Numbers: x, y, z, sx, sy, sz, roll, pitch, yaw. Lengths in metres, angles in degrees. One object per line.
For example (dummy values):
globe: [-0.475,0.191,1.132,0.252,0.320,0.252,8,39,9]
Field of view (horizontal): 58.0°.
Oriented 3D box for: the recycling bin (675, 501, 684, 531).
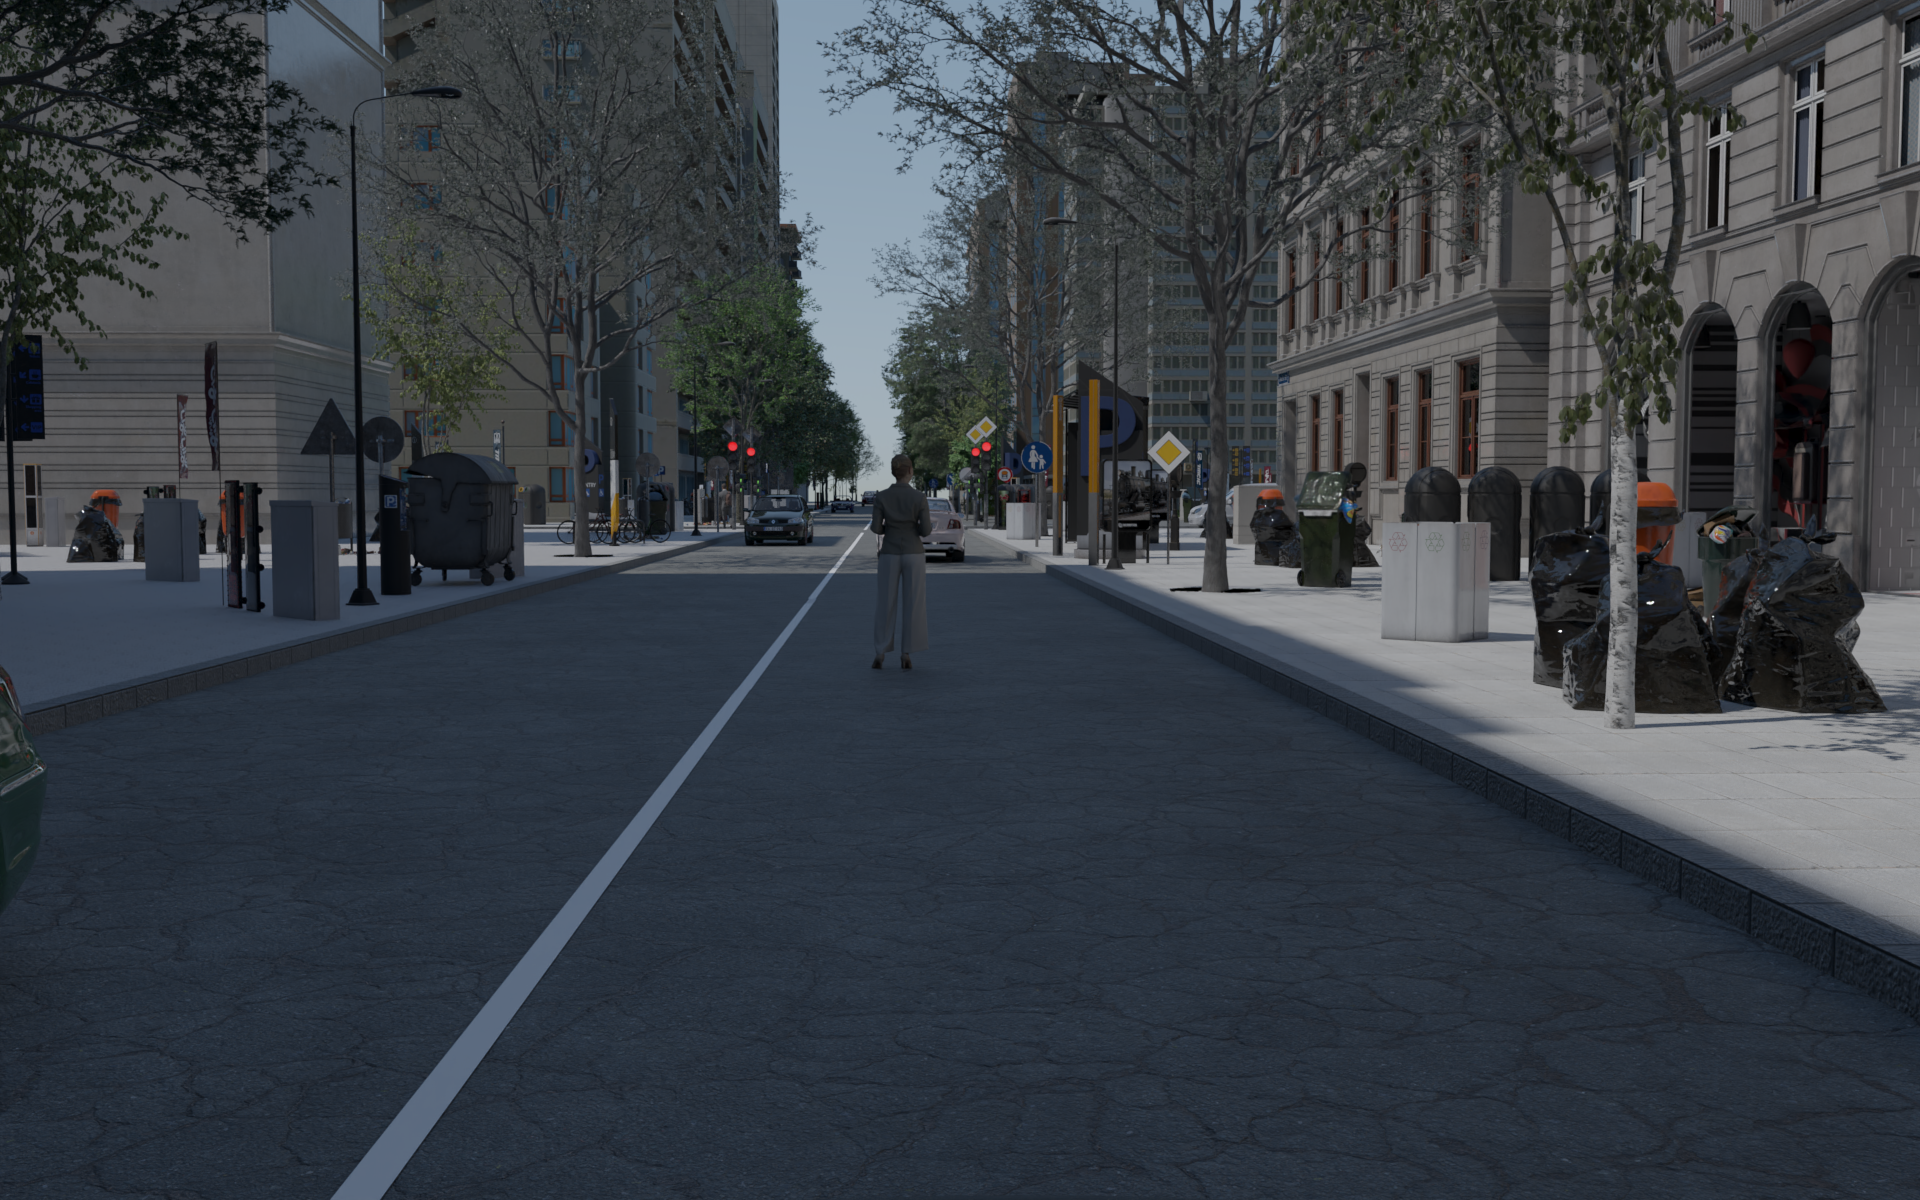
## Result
recycling bin: [-10.130,-2.942,60.651,0.722,1.027,0.722,1,4,11]

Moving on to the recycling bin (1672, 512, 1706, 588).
recycling bin: [9.734,-0.690,23.839,0.722,1.027,0.722,-2,4,-28]

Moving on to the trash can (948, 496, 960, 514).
trash can: [-0.398,-5.939,108.753,0.748,1.137,0.748,0,3,0]

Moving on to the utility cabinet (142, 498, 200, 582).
utility cabinet: [-11.660,-0.885,25.625,1.020,1.237,0.306,2,4,35]

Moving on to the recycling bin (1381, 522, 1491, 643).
recycling bin: [4.215,-0.171,15.345,0.722,1.027,0.722,3,5,41]

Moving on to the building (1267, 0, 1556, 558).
building: [15.302,-12.713,44.011,11.583,22.565,21.152,0,4,-2]

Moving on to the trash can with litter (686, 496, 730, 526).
trash can with litter: [-10.439,-3.788,72.985,2.233,1.210,1.678,0,4,-1]

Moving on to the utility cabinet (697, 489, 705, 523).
utility cabinet: [-11.420,-4.102,75.752,0.318,1.500,1.173,0,4,1]

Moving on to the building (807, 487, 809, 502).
building: [-33.111,-31.937,293.876,14.160,30.474,14.107,0,4,-2]

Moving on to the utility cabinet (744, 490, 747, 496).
utility cabinet: [-12.349,-5.742,102.562,1.173,1.500,0.318,0,4,-6]

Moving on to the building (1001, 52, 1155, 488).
building: [12.177,-32.231,177.092,14.600,45.320,14.200,0,4,-2]

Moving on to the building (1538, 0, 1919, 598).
building: [17.515,-10.973,21.211,13.314,21.916,24.055,0,4,-2]

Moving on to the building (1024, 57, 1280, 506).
building: [22.354,-28.544,158.570,32.217,40.220,23.993,0,4,-2]

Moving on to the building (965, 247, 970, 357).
building: [12.114,-38.900,290.643,22.147,44.769,28.867,0,4,-2]

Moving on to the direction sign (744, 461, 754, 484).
direction sign: [-12.071,-6.562,99.291,0.876,3.537,0.379,0,4,-4]

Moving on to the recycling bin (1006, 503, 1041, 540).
recycling bin: [1.796,-2.222,48.887,0.722,1.027,0.722,-3,5,-41]

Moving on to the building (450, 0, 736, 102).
building: [-31.466,-32.461,154.437,21.300,48.544,21.600,0,4,-2]

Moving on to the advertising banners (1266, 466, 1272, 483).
advertising banners: [18.714,-6.895,108.920,0.090,3.025,2.074,-3,5,-41]

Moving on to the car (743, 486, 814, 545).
car: [-5.150,-2.430,49.519,2.009,1.686,4.222,0,4,-1]

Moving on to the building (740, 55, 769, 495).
building: [-32.350,-34.649,190.211,21.300,48.544,21.600,0,4,-2]

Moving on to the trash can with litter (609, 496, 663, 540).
trash can with litter: [-9.221,-2.322,49.017,1.678,1.210,2.233,1,4,17]

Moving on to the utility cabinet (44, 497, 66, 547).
utility cabinet: [-22.094,-1.904,42.290,0.306,1.237,1.020,-1,4,-18]

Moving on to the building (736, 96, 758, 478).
building: [-27.658,-29.920,172.794,14.154,41.232,14.086,0,4,-2]

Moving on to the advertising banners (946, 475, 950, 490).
advertising banners: [-0.421,-7.576,120.056,0.090,3.025,2.074,2,4,34]

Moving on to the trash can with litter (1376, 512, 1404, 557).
trash can with litter: [9.022,-1.460,35.255,1.055,1.170,0.624,2,4,25]

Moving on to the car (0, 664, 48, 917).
car: [-3.437,0.542,2.942,2.131,1.459,4.920,0,4,-2]

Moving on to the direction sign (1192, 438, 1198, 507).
direction sign: [9.593,-4.816,70.736,0.379,3.537,0.876,1,4,20]

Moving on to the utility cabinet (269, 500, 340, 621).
utility cabinet: [-6.785,-0.415,17.952,0.306,1.237,1.020,-3,5,-44]

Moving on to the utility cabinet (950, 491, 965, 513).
utility cabinet: [-0.088,-6.622,116.956,1.173,1.500,0.318,1,4,15]

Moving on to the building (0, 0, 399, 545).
building: [-27.284,-12.949,47.881,21.152,22.565,11.583,0,4,-2]

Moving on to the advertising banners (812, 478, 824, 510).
advertising banners: [-11.662,-8.929,142.170,0.090,3.025,2.074,-2,4,-31]

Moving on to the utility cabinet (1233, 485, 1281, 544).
utility cabinet: [7.513,-2.152,43.856,1.173,1.500,0.318,-1,4,-17]

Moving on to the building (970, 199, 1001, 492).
building: [9.298,-36.985,254.822,14.600,45.320,14.200,0,4,-2]

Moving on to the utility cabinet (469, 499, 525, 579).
utility cabinet: [-7.123,-0.947,26.648,0.306,1.237,1.020,1,4,23]

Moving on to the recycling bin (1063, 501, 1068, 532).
recycling bin: [3.984,-2.871,59.493,0.722,1.027,0.722,2,4,23]

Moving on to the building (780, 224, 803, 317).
building: [-36.085,-37.725,271.429,22.147,44.769,28.867,0,4,-2]

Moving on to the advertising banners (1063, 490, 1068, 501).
advertising banners: [4.178,-3.948,60.740,2.074,3.025,0.090,-2,4,-30]

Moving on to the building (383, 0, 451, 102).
building: [-30.662,-30.890,128.745,21.300,48.544,21.600,0,4,-2]

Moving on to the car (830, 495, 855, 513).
car: [-9.027,-7.388,133.375,1.945,1.354,3.894,0,4,-2]

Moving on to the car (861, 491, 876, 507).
car: [-10.198,-11.559,197.654,2.281,1.827,5.304,0,4,-2]

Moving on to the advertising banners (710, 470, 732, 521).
advertising banners: [-11.280,-5.283,82.572,0.090,3.025,2.074,2,4,26]

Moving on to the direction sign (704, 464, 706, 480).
direction sign: [-16.071,-7.210,109.885,0.379,3.537,0.876,-2,4,-27]

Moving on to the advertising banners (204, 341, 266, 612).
advertising banners: [-8.168,-1.422,19.442,0.090,3.025,2.074,-3,4,-37]

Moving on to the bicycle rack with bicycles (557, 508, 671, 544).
bicycle rack with bicycles: [-9.047,-1.955,45.352,2.925,0.926,2.852,-1,4,-12]

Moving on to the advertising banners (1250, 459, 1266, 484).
advertising banners: [14.846,-5.543,86.815,0.090,3.025,2.074,2,4,28]

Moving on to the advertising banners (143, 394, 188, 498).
advertising banners: [-13.582,-2.051,29.729,0.090,3.025,2.074,0,4,-5]

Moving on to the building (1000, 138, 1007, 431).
building: [16.048,-33.281,198.770,22.147,44.769,28.867,0,4,-2]

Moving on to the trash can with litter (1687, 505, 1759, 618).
trash can with litter: [7.776,-0.404,17.999,0.624,1.170,1.055,-1,4,-15]

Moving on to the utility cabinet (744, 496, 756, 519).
utility cabinet: [-8.901,-3.796,73.220,0.306,1.237,1.020,1,4,12]

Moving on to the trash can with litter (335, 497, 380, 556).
trash can with litter: [-12.863,-1.594,37.126,1.678,1.210,2.233,2,4,29]

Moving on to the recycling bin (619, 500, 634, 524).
recycling bin: [-14.510,-3.816,74.952,0.722,1.027,0.722,-1,4,-19]

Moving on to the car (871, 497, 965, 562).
car: [-0.900,-1.572,38.060,2.083,1.381,4.827,0,4,-3]

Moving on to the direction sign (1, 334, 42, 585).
direction sign: [-13.443,-1.990,24.533,0.876,3.537,0.379,-2,4,-30]

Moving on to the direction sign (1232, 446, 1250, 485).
direction sign: [13.200,-5.470,81.438,0.876,3.537,0.379,2,4,24]

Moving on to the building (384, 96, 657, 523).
building: [-31.813,-15.023,90.669,27.650,21.520,28.899,0,4,-2]

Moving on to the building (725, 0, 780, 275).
building: [-33.847,-49.393,245.832,20.563,71.187,20.611,0,4,-2]

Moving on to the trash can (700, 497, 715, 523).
trash can: [-10.811,-3.840,74.440,0.748,1.137,0.748,0,3,0]

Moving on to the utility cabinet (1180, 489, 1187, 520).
utility cabinet: [10.971,-4.564,83.296,0.318,1.500,1.173,2,4,32]
